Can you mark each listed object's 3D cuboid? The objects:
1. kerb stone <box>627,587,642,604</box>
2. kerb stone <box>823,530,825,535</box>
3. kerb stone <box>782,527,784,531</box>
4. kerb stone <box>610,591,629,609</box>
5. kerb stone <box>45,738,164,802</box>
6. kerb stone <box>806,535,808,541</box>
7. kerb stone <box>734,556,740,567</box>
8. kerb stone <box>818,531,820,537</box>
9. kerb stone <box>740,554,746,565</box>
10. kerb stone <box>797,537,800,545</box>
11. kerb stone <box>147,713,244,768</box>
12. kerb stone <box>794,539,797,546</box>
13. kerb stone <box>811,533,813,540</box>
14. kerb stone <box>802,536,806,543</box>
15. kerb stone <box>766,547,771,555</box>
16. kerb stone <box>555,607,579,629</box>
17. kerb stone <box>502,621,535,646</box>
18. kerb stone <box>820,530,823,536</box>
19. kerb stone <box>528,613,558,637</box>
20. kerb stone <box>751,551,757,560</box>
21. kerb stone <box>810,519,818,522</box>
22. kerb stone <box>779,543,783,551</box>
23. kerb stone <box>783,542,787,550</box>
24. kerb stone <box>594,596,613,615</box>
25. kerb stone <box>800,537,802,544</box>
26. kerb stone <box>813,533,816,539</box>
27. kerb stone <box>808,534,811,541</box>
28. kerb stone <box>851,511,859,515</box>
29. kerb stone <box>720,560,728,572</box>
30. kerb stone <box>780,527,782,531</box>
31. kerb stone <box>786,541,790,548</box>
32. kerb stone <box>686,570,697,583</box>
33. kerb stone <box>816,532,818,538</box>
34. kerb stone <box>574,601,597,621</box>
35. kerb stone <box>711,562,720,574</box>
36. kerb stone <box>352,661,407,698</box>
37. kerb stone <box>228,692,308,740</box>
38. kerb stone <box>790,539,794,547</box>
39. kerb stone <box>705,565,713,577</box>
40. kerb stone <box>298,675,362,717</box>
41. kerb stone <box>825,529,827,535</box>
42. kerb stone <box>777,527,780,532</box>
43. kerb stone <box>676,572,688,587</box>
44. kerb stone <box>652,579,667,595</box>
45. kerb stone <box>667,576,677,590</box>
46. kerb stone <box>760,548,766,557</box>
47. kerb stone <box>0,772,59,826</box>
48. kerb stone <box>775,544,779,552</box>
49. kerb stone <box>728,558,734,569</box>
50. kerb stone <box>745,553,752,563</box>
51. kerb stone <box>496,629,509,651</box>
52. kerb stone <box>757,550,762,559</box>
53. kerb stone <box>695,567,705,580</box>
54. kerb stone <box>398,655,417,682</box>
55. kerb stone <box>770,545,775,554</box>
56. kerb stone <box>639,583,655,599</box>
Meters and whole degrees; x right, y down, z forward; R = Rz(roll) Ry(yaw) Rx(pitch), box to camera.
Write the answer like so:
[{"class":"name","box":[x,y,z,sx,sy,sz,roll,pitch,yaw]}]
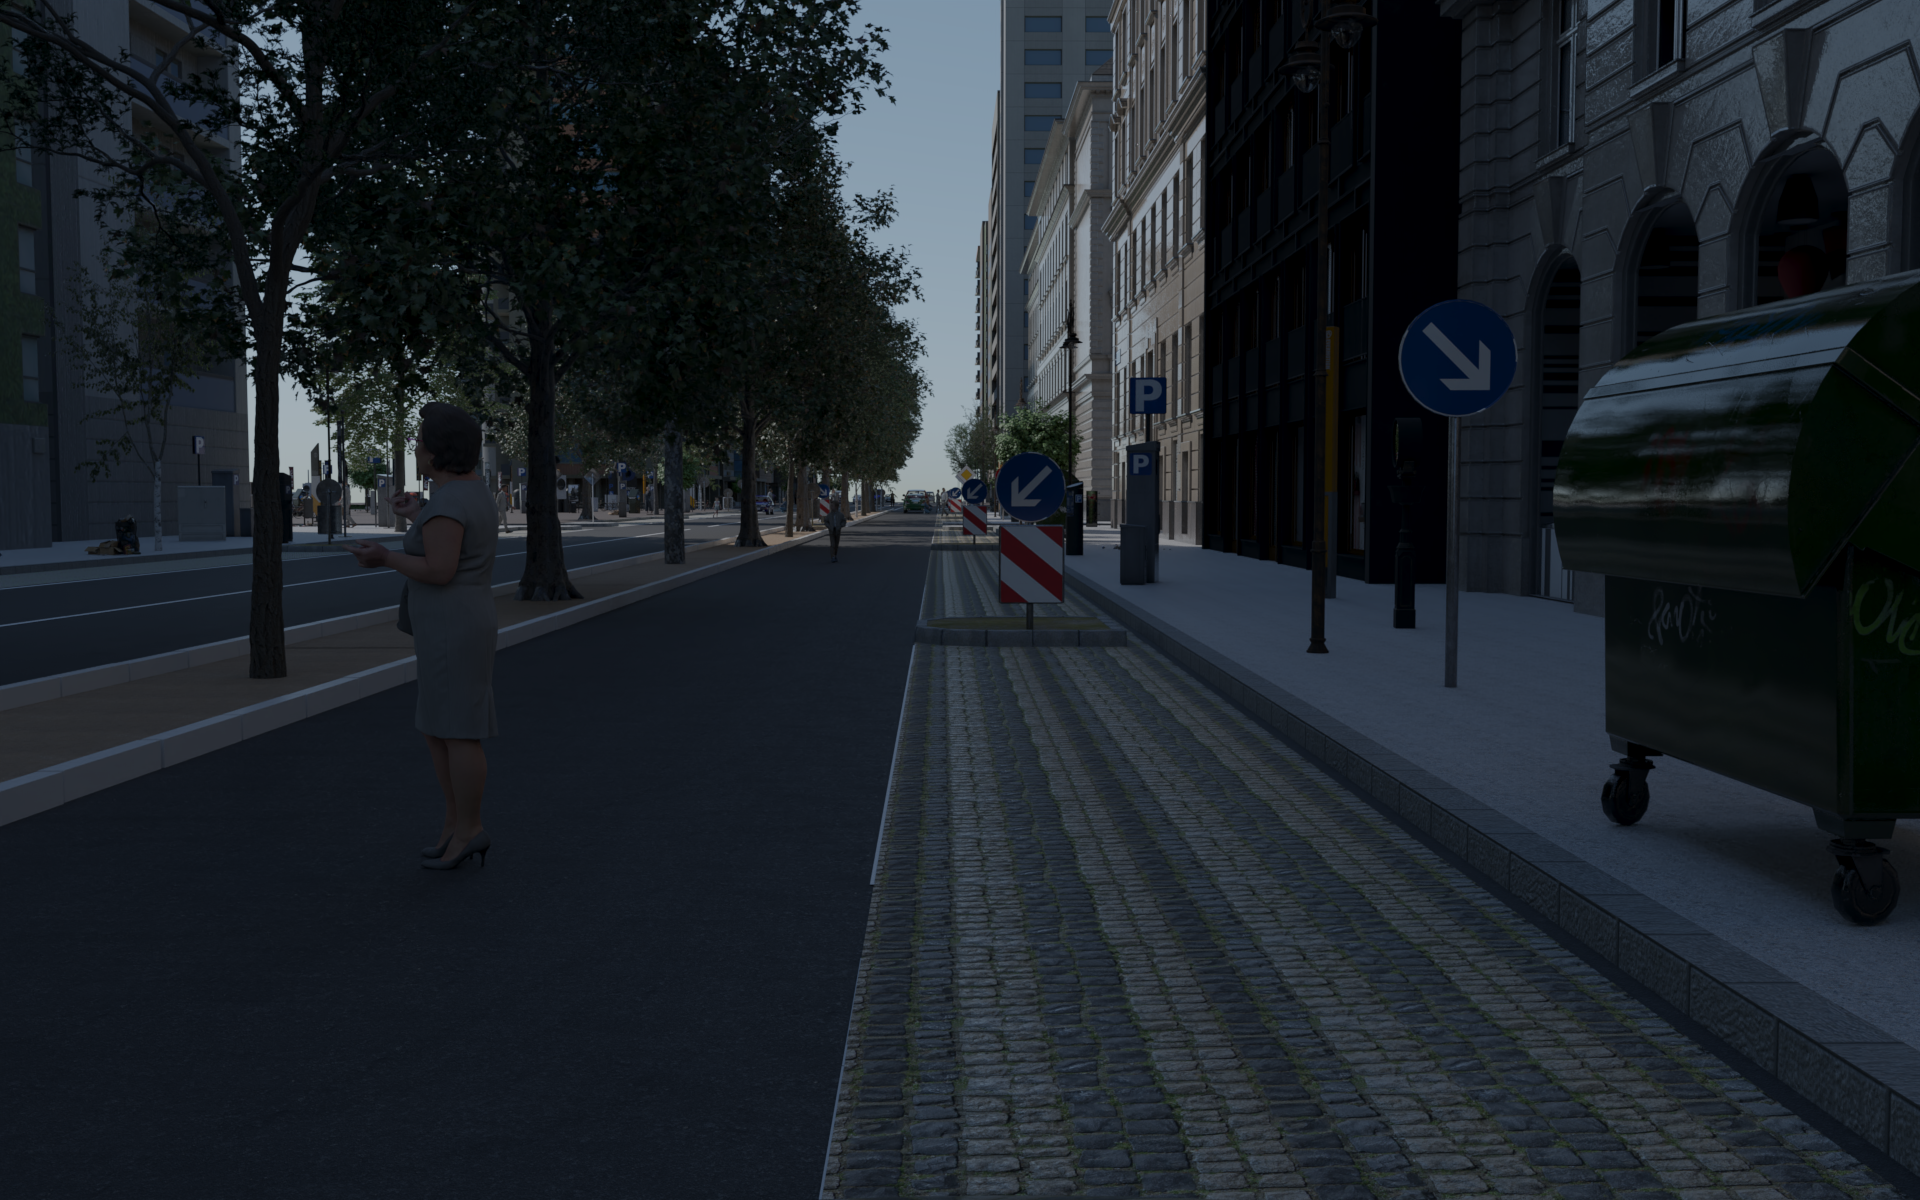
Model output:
[{"class":"kerb stone","box":[-4.378,-0.038,22.879,0.120,0.150,1.000,0,4,-1]},{"class":"kerb stone","box":[-4.776,-2.232,58.760,0.120,0.150,1.000,0,4,-1]},{"class":"kerb stone","box":[-6.968,-2.738,66.958,0.120,0.150,1.000,0,4,-1]},{"class":"kerb stone","box":[-4.365,0.021,21.856,0.120,0.150,1.000,0,4,-1]},{"class":"kerb stone","box":[-4.222,0.836,8.534,0.120,0.150,1.000,0,4,-1]},{"class":"kerb stone","box":[-4.690,-1.796,51.570,0.120,0.150,1.000,0,4,-1]},{"class":"kerb stone","box":[-4.498,-0.731,34.148,0.120,0.150,1.000,0,4,-1]},{"class":"kerb stone","box":[-4.748,-2.110,56.701,0.120,0.150,1.000,0,4,-1]},{"class":"kerb stone","box":[-4.511,-0.789,35.170,0.120,0.150,1.000,0,4,-1]},{"class":"kerb stone","box":[-4.665,-1.609,48.497,0.120,0.150,1.000,0,4,-1]},{"class":"kerb stone","box":[-4.227,0.773,9.556,0.120,0.150,1.000,0,4,-1]},{"class":"kerb stone","box":[-4.645,-1.546,47.475,0.120,0.150,1.000,0,4,-1]},{"class":"kerb stone","box":[-4.716,-1.922,53.622,0.120,0.150,1.000,0,4,-1]},{"class":"kerb stone","box":[-4.682,-1.728,50.548,0.120,0.150,1.000,0,4,-1]},{"class":"kerb stone","box":[-4.573,-1.106,40.293,0.120,0.150,1.000,0,4,-1]},{"class":"kerb stone","box":[-4.323,0.209,18.776,0.120,0.150,1.000,0,4,-1]},{"class":"kerb stone","box":[-4.307,0.335,16.726,0.120,0.150,1.000,0,4,-1]},{"class":"kerb stone","box":[-4.760,-2.172,57.732,0.120,0.150,1.000,0,4,-1]},{"class":"kerb stone","box":[-4.320,0.272,17.748,0.120,0.150,1.000,0,4,-1]},{"class":"kerb stone","box":[-4.538,-0.917,37.220,0.120,0.150,1.000,0,4,-1]},{"class":"kerb stone","box":[-7.170,-3.836,84.911,0.120,0.150,1.000,0,4,-1]},{"class":"kerb stone","box":[-4.605,-1.295,43.369,0.120,0.150,1.000,0,4,-1]},{"class":"kerb stone","box":[-4.612,-1.355,44.391,0.120,0.150,1.000,0,4,-1]},{"class":"kerb stone","box":[-4.355,0.085,20.826,0.120,0.150,1.000,0,4,-1]},{"class":"kerb stone","box":[-4.680,-1.669,49.519,0.120,0.150,1.000,0,4,-1]},{"class":"kerb stone","box":[-4.729,-1.985,54.647,0.120,0.150,1.000,0,4,-1]},{"class":"kerb stone","box":[-4.701,-1.853,52.594,0.120,0.150,1.000,0,4,-1]},{"class":"kerb stone","box":[-7.623,-6.345,125.928,0.120,0.150,1.000,0,4,-1]},{"class":"kerb stone","box":[-4.470,-0.606,32.097,0.120,0.150,1.000,0,4,-1]},{"class":"kerb stone","box":[-6.960,-2.671,65.930,0.120,0.150,1.000,0,4,-1]},{"class":"kerb stone","box":[-4.627,-1.413,45.423,0.120,0.150,1.000,0,4,-1]},{"class":"kerb stone","box":[-4.429,-0.355,28.008,0.120,0.150,1.000,0,4,-1]},{"class":"kerb stone","box":[-4.742,-2.041,55.679,0.120,0.150,1.000,0,4,-1]},{"class":"kerb stone","box":[-4.342,0.146,19.801,0.120,0.150,1.000,0,4,-1]},{"class":"kerb stone","box":[-4.467,-0.543,31.075,0.120,0.150,1.000,0,4,-1]},{"class":"kerb stone","box":[-4.266,0.585,12.626,0.120,0.150,1.000,0,4,-1]},{"class":"kerb stone","box":[-4.240,0.711,10.578,0.120,0.150,1.000,0,4,-1]},{"class":"kerb stone","box":[-4.634,-1.484,46.451,0.120,0.150,1.000,0,4,-1]},{"class":"kerb stone","box":[-4.456,-0.481,30.053,0.120,0.150,1.000,0,4,-1]},{"class":"kerb stone","box":[-4.251,0.650,11.604,0.120,0.150,1.000,0,4,-1]},{"class":"kerb stone","box":[-4.786,-2.299,59.782,0.120,0.150,1.000,0,4,-1]},{"class":"kerb stone","box":[-6.943,-2.611,64.906,0.120,0.150,1.000,0,4,-1]},{"class":"kerb stone","box":[-4.419,-0.292,26.986,0.120,0.150,1.000,0,4,-1]},{"class":"kerb stone","box":[-4.399,-0.167,24.925,0.120,0.150,1.000,0,4,-1]},{"class":"kerb stone","box":[-4.409,-0.225,25.953,0.120,0.150,1.000,0,4,-1]},{"class":"kerb stone","box":[-4.558,-1.044,39.271,0.120,0.150,1.000,0,4,-1]},{"class":"kerb stone","box":[-4.199,0.898,7.505,0.120,0.150,1.000,0,4,-1]},{"class":"kerb stone","box":[-4.595,-1.232,42.344,0.120,0.150,1.000,0,4,-1]},{"class":"kerb stone","box":[-4.488,-0.668,33.119,0.120,0.150,1.000,0,4,-1]},{"class":"kerb stone","box":[-4.523,-0.856,36.196,0.120,0.150,1.000,0,4,-1]},{"class":"kerb stone","box":[-4.300,0.397,15.699,0.120,0.150,1.000,0,4,-1]},{"class":"kerb stone","box":[-4.546,-0.976,38.243,0.120,0.150,1.000,0,4,-1]},{"class":"kerb stone","box":[-4.448,-0.417,29.030,0.120,0.150,1.000,0,4,-1]},{"class":"kerb stone","box":[-4.273,0.523,13.648,0.120,0.150,1.000,0,4,-1]},{"class":"kerb stone","box":[-4.574,-1.169,41.315,0.120,0.150,1.000,0,4,-1]},{"class":"kerb stone","box":[-4.388,-0.104,23.903,0.120,0.150,1.000,0,4,-1]}]
